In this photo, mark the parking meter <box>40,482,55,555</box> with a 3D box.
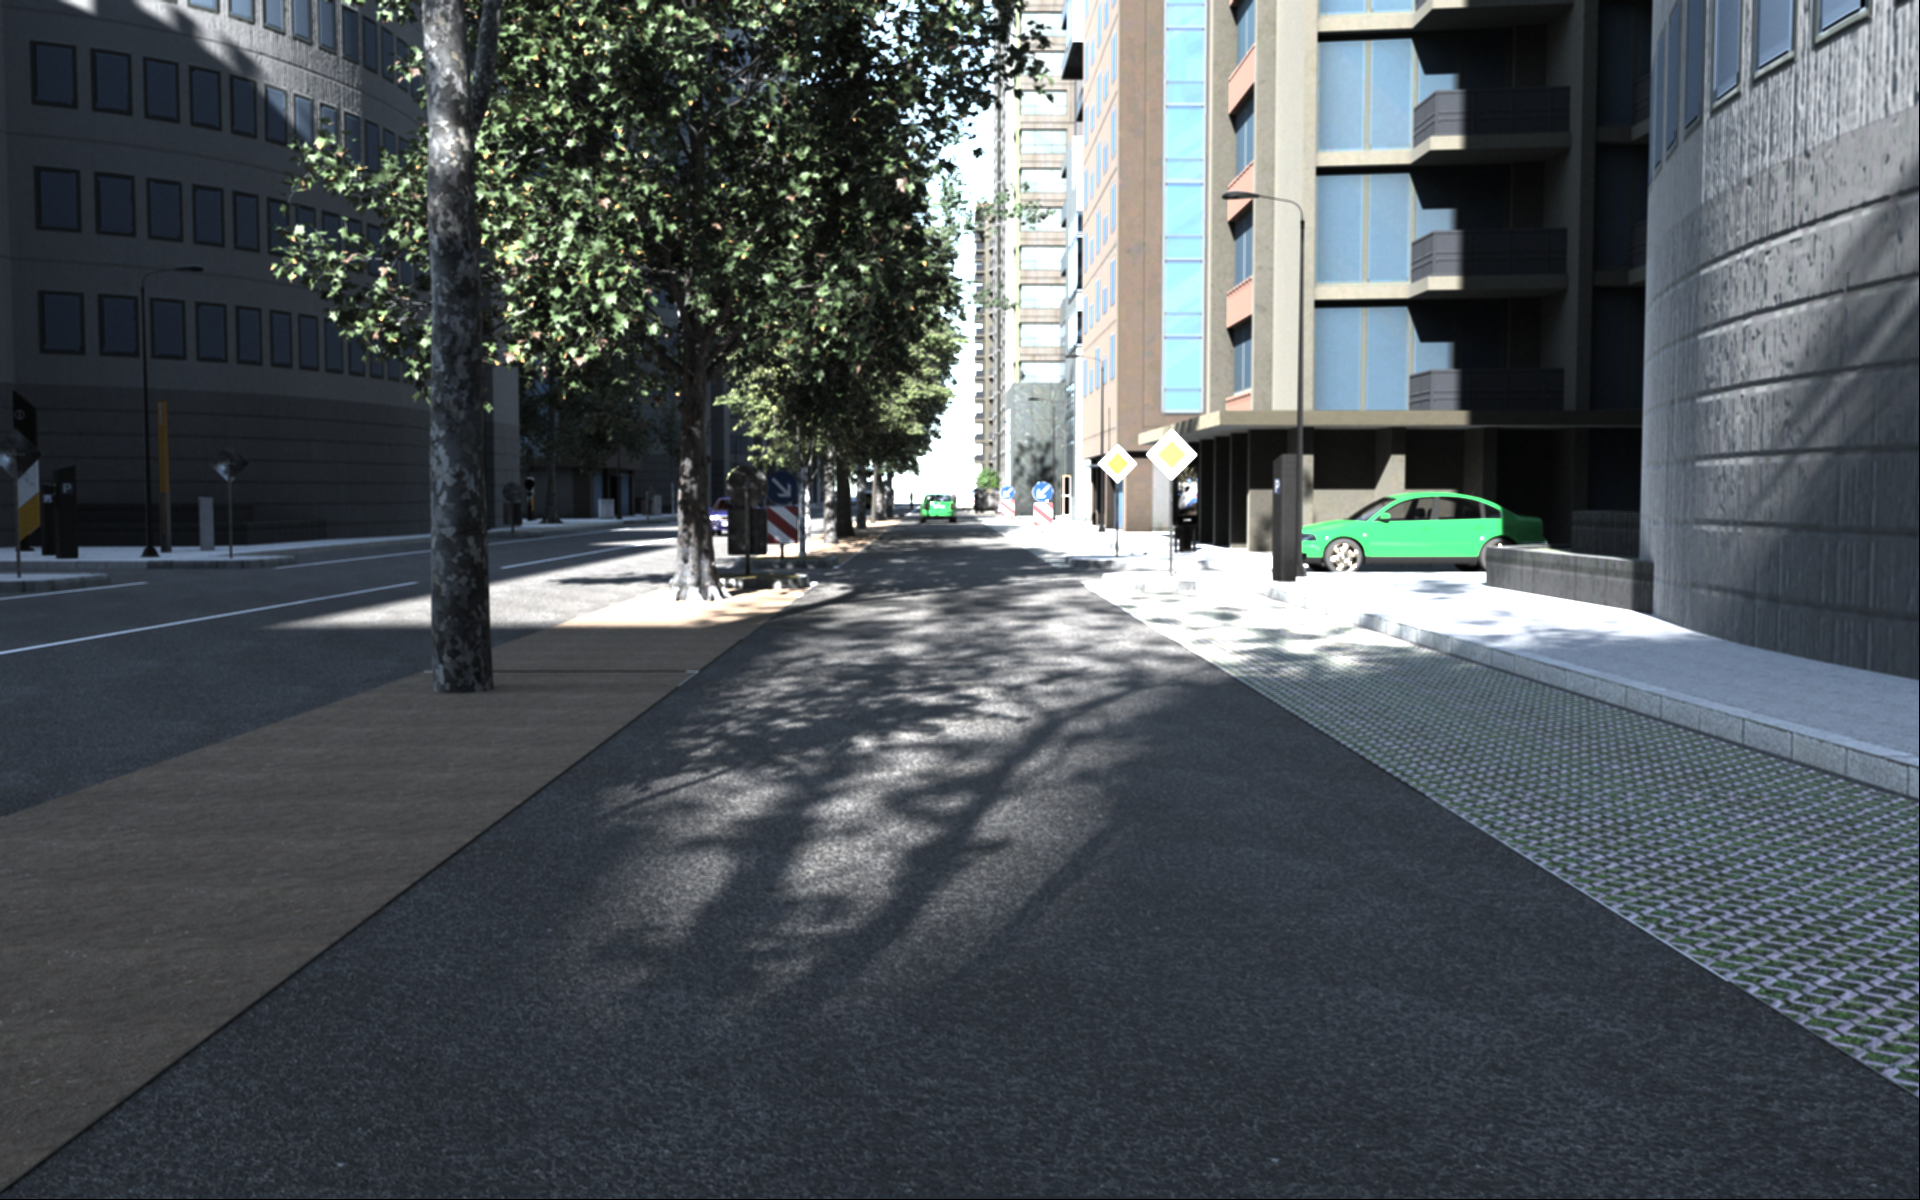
[{"bbox_3d":[-19.093,-1.710,36.370,0.372,1.533,0.369,0,3,0],"label":"parking meter"}]

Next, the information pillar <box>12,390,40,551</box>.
[{"bbox_3d":[-20.996,-2.910,38.939,0.504,3.616,0.183,0,4,-5],"label":"information pillar"}]

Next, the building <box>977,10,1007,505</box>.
[{"bbox_3d":[12.653,-48.368,229.062,20.563,71.187,20.611,0,4,-1],"label":"building"}]

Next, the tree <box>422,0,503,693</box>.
[{"bbox_3d":[-2.389,-9.345,11.142,12.611,20.169,13.585,0,3,0],"label":"tree"}]

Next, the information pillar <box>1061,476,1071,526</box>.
[{"bbox_3d":[4.214,-3.943,68.967,0.304,2.012,0.304,-1,4,-14],"label":"information pillar"}]

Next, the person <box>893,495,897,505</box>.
[{"bbox_3d":[-8.911,-13.796,234.748,0.721,1.739,1.217,-2,4,-28],"label":"person"}]

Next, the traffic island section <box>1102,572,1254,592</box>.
[{"bbox_3d":[3.281,-0.277,26.807,2.009,0.180,2.903,0,4,-1],"label":"traffic island section"}]

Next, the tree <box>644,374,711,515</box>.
[{"bbox_3d":[-17.579,-9.593,107.212,4.360,8.622,3.978,0,3,0],"label":"tree"}]

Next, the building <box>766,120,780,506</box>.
[{"bbox_3d":[-25.680,-29.894,172.367,14.154,41.232,14.086,0,4,-1],"label":"building"}]

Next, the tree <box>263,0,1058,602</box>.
[{"bbox_3d":[-3.555,-6.322,22.836,9.611,12.733,9.660,0,3,0],"label":"tree"}]

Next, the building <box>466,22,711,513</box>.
[{"bbox_3d":[-28.866,-37.229,150.686,21.231,58.520,28.212,0,4,-1],"label":"building"}]

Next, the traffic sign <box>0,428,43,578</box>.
[{"bbox_3d":[-14.436,-1.399,26.515,0.795,2.450,0.064,0,4,-1],"label":"traffic sign"}]

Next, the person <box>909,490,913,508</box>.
[{"bbox_3d":[-4.873,-10.099,173.637,0.705,1.822,1.348,-1,4,-16],"label":"person"}]

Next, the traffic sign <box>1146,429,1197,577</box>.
[{"bbox_3d":[3.257,-1.412,26.730,0.795,2.450,0.064,0,4,-1],"label":"traffic sign"}]

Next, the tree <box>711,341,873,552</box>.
[{"bbox_3d":[-3.734,-5.465,42.176,4.360,8.622,3.978,0,3,0],"label":"tree"}]

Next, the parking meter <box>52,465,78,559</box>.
[{"bbox_3d":[-17.837,-1.761,34.506,0.255,1.863,0.399,3,5,44],"label":"parking meter"}]

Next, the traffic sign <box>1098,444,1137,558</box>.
[{"bbox_3d":[3.151,-1.900,34.714,0.795,2.450,0.064,0,4,-1],"label":"traffic sign"}]

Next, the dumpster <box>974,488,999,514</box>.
[{"bbox_3d":[1.879,-7.058,123.621,1.865,1.857,1.264,0,4,-1],"label":"dumpster"}]

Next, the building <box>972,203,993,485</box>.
[{"bbox_3d":[13.013,-36.694,254.568,22.147,44.769,28.867,0,4,-1],"label":"building"}]

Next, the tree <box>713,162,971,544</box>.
[{"bbox_3d":[-3.593,-7.832,48.630,7.486,12.596,7.792,0,3,0],"label":"tree"}]

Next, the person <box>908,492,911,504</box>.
[{"bbox_3d":[-7.135,-14.886,251.960,0.705,1.814,1.350,-3,4,-36],"label":"person"}]

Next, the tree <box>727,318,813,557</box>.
[{"bbox_3d":[-3.460,-5.182,37.540,4.737,8.622,4.395,0,3,0],"label":"tree"}]

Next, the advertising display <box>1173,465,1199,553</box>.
[{"bbox_3d":[4.966,-2.014,38.137,0.123,1.923,0.974,3,4,36],"label":"advertising display"}]

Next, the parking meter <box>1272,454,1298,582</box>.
[{"bbox_3d":[4.769,-1.207,25.442,0.255,1.863,0.399,-1,4,-11],"label":"parking meter"}]

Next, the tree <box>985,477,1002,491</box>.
[{"bbox_3d":[3.923,-12.199,194.047,1.663,3.219,1.824,0,3,0],"label":"tree"}]

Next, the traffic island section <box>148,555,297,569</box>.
[{"bbox_3d":[-14.566,-0.751,34.560,2.009,0.180,2.903,0,4,-1],"label":"traffic island section"}]

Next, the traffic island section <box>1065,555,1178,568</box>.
[{"bbox_3d":[3.174,-0.765,34.792,2.009,0.180,2.903,0,4,-1],"label":"traffic island section"}]

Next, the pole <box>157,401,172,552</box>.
[{"bbox_3d":[-17.491,-2.705,38.067,0.158,3.312,0.155,0,3,0],"label":"pole"}]

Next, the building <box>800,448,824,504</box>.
[{"bbox_3d":[-26.913,-35.018,256.135,14.154,41.232,14.086,0,4,-1],"label":"building"}]

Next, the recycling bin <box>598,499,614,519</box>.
[{"bbox_3d":[-18.213,-4.687,89.180,0.722,1.027,0.722,-1,4,-20],"label":"recycling bin"}]

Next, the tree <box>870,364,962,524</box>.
[{"bbox_3d":[-4.169,-8.864,81.796,8.767,10.594,7.601,0,4,-1],"label":"tree"}]

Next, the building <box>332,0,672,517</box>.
[{"bbox_3d":[-28.627,-35.506,122.527,21.231,58.520,28.212,0,4,-1],"label":"building"}]

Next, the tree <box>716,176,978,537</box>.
[{"bbox_3d":[-3.838,-9.066,57.339,9.857,13.997,8.962,0,3,0],"label":"tree"}]

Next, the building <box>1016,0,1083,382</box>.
[{"bbox_3d":[10.836,-26.740,120.785,14.154,41.232,14.086,0,4,-1],"label":"building"}]

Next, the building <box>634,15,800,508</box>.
[{"bbox_3d":[-30.831,-40.621,206.157,21.231,58.520,28.212,0,4,-1],"label":"building"}]

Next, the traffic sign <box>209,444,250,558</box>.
[{"bbox_3d":[-14.542,-1.887,34.499,0.795,2.450,0.064,0,4,-1],"label":"traffic sign"}]

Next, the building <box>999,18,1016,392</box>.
[{"bbox_3d":[18.501,-35.624,171.690,28.713,52.752,27.495,0,4,-1],"label":"building"}]

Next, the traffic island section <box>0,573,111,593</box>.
[{"bbox_3d":[-14.459,-0.263,26.576,2.009,0.180,2.903,0,4,-1],"label":"traffic island section"}]

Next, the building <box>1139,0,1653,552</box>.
[{"bbox_3d":[19.630,-23.893,45.283,28.867,44.769,22.147,0,4,-1],"label":"building"}]

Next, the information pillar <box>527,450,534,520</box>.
[{"bbox_3d":[-20.956,-5.699,84.528,0.183,3.616,0.504,1,4,14],"label":"information pillar"}]

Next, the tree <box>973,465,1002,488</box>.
[{"bbox_3d":[3.151,-13.055,197.166,4.285,4.588,4.351,0,3,0],"label":"tree"}]

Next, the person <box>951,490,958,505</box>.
[{"bbox_3d":[-0.627,-7.669,134.411,0.750,1.759,0.617,-2,4,-33],"label":"person"}]
